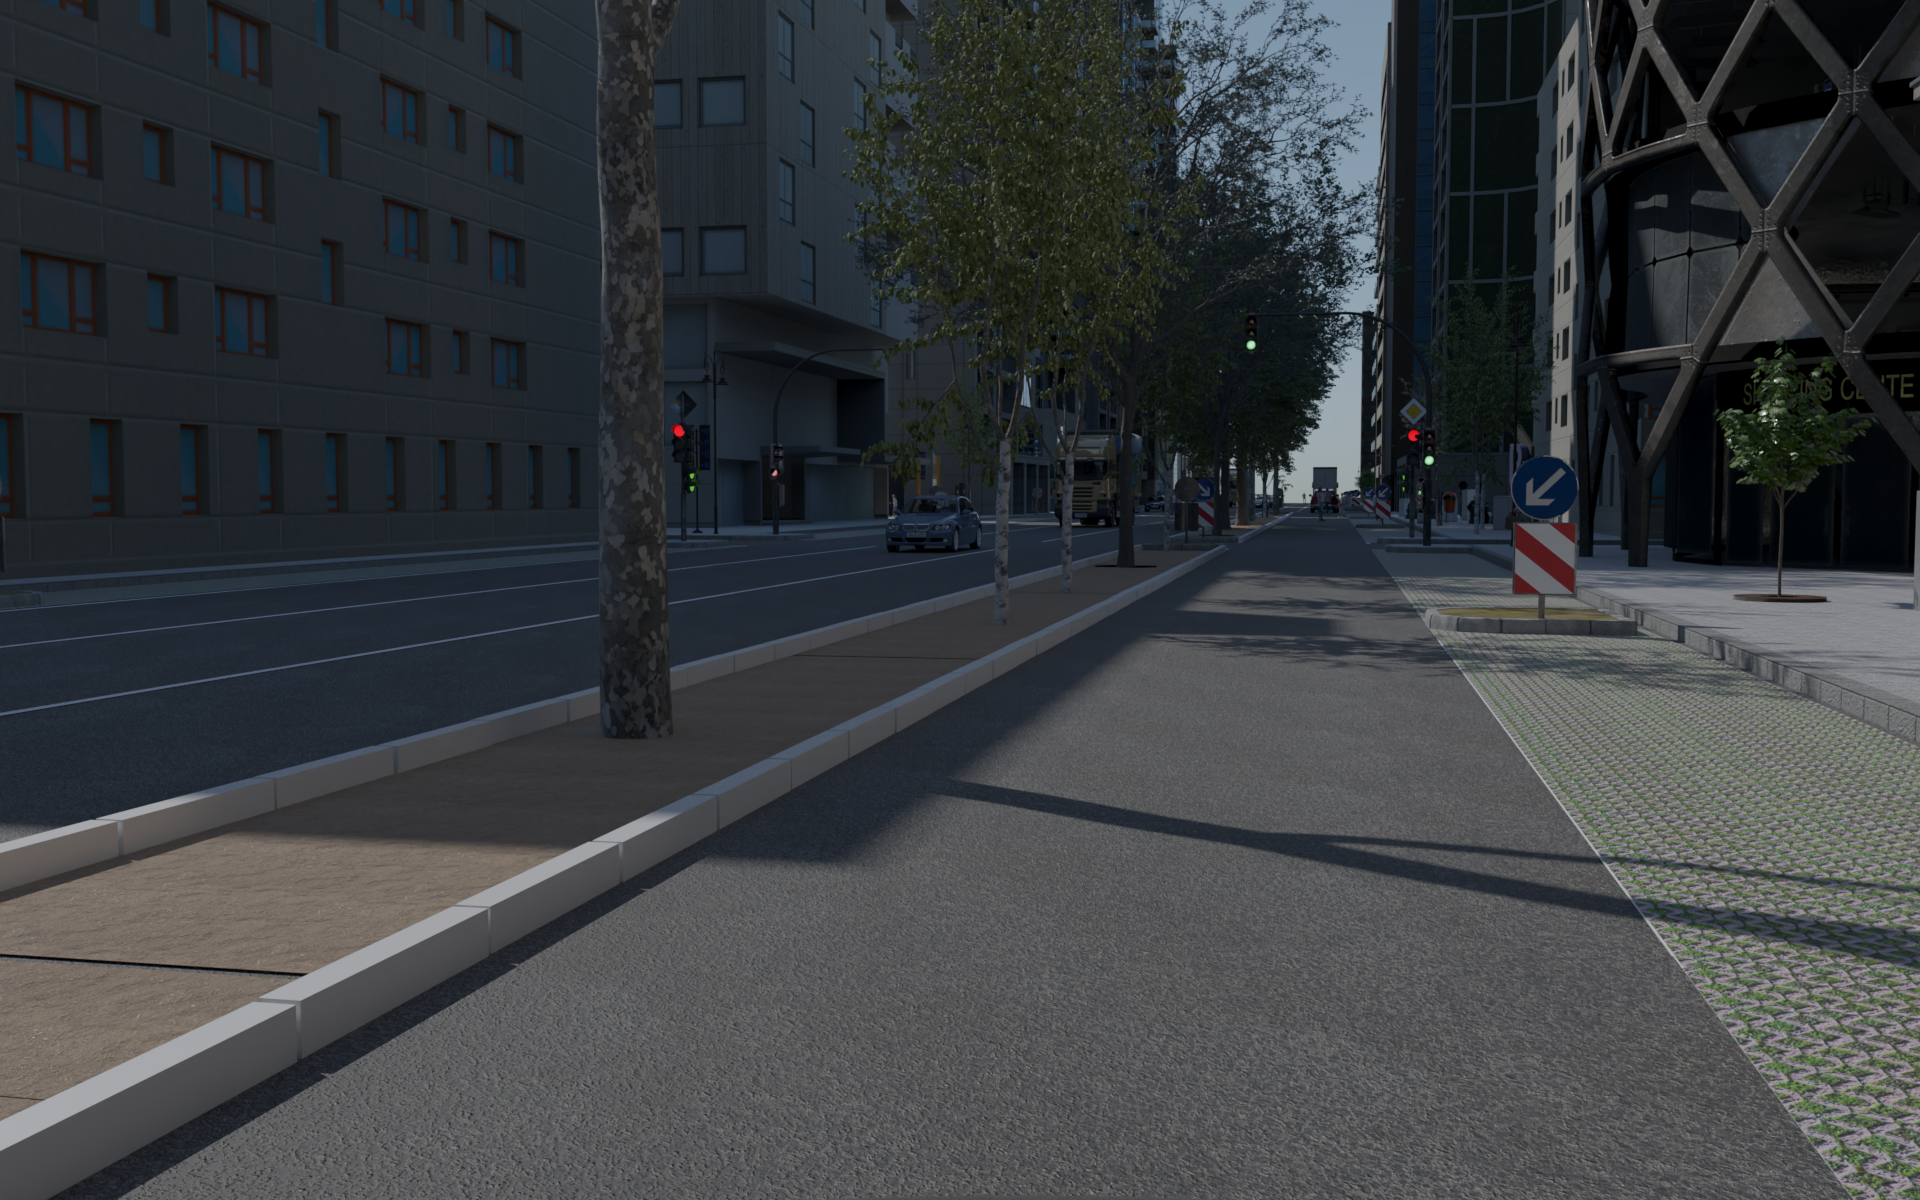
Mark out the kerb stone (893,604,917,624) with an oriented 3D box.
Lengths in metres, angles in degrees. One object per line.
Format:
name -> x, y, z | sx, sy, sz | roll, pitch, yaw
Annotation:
kerb stone -> -0.679, 0.179, 19.340 | 0.120, 0.150, 1.000 | 1, 4, 12

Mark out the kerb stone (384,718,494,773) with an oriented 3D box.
kerb stone -> -2.815, 0.788, 9.322 | 0.120, 0.150, 1.000 | 1, 4, 12

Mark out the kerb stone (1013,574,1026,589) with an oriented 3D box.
kerb stone -> 0.821, -0.254, 26.352 | 0.120, 0.150, 1.000 | 1, 4, 12

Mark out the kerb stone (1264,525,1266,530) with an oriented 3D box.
kerb stone -> 11.576, -2.715, 66.583 | 0.120, 0.150, 1.000 | 1, 4, 12

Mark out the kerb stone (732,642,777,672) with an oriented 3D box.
kerb stone -> -1.750, 0.482, 14.331 | 0.120, 0.150, 1.000 | 1, 4, 12

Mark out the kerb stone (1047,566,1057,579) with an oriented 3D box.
kerb stone -> 1.466, -0.439, 29.369 | 0.120, 0.150, 1.000 | 1, 4, 12

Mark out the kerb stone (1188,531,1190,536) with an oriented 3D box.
kerb stone -> 7.376, -2.129, 56.997 | 0.120, 0.150, 1.000 | 1, 4, 12

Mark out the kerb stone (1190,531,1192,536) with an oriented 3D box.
kerb stone -> 7.590, -2.187, 58.001 | 0.120, 0.150, 1.000 | 1, 4, 12

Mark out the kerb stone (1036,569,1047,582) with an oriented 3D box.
kerb stone -> 1.247, -0.377, 28.354 | 0.120, 0.150, 1.000 | 1, 4, 12

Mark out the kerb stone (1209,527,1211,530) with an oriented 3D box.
kerb stone -> 9.518, -2.741, 67.014 | 0.120, 0.150, 1.000 | 1, 4, 12

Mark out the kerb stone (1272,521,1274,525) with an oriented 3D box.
kerb stone -> 13.506, -3.266, 75.601 | 0.120, 0.150, 1.000 | 1, 4, 12

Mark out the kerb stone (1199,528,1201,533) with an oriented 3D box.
kerb stone -> 8.445, -2.433, 62.009 | 0.120, 0.150, 1.000 | 1, 4, 12

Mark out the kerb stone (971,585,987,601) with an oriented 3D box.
kerb stone -> 0.172, -0.070, 23.341 | 0.120, 0.150, 1.000 | 1, 4, 12

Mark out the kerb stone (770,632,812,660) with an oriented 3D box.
kerb stone -> -1.535, 0.420, 15.330 | 0.120, 0.150, 1.000 | 1, 4, 12

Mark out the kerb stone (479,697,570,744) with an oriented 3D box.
kerb stone -> -2.616, 0.726, 10.329 | 0.120, 0.150, 1.000 | 1, 4, 12

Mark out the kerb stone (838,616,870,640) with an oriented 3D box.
kerb stone -> -1.116, 0.297, 17.333 | 0.120, 0.150, 1.000 | 1, 4, 12

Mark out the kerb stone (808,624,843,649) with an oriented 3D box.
kerb stone -> -1.324, 0.360, 16.331 | 0.120, 0.150, 1.000 | 1, 4, 12

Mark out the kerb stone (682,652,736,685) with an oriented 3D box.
kerb stone -> -1.969, 0.542, 13.331 | 0.120, 0.150, 1.000 | 1, 4, 12

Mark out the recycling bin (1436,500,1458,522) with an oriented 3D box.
recycling bin -> 22.396, -4.105, 79.676 | 0.722, 1.027, 0.722 | -3, 4, -37

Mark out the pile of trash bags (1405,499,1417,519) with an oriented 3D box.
pile of trash bags -> 23.834, -4.836, 88.814 | 1.912, 1.369, 3.447 | 1, 4, 13

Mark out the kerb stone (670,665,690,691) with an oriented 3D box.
kerb stone -> -2.178, 0.605, 12.331 | 0.120, 0.150, 1.000 | 1, 4, 12

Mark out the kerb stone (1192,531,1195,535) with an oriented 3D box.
kerb stone -> 7.809, -2.242, 59.000 | 0.120, 0.150, 1.000 | 1, 4, 12

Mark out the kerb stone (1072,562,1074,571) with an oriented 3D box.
kerb stone -> 1.890, -0.561, 31.373 | 0.120, 0.150, 1.000 | 1, 4, 12

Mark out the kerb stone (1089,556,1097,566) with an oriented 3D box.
kerb stone -> 2.540, -0.745, 34.383 | 0.120, 0.150, 1.000 | 1, 4, 12

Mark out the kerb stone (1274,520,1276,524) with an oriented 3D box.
kerb stone -> 14.140, -3.445, 78.604 | 0.120, 0.150, 1.000 | 1, 4, 12

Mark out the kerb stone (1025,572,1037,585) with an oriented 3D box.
kerb stone -> 1.030, -0.316, 27.355 | 0.120, 0.150, 1.000 | 1, 4, 12

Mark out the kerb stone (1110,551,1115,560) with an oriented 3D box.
kerb stone -> 3.181, -0.929, 37.390 | 0.120, 0.150, 1.000 | 1, 4, 12

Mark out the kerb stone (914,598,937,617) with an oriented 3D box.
kerb stone -> -0.471, 0.113, 20.342 | 0.120, 0.150, 1.000 | 1, 4, 12

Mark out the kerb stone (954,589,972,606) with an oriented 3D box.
kerb stone -> -0.033, -0.009, 22.339 | 0.120, 0.150, 1.000 | 1, 4, 12

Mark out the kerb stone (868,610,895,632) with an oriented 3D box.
kerb stone -> -0.897, 0.236, 18.341 | 0.120, 0.150, 1.000 | 1, 4, 12

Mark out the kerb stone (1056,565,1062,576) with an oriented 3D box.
kerb stone -> 1.678, -0.500, 30.373 | 0.120, 0.150, 1.000 | 1, 4, 12

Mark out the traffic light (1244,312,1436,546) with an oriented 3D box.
traffic light -> 9.491, -4.188, 43.149 | 4.771, 5.953, 1.251 | 1, 4, 12

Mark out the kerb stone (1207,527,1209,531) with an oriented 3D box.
kerb stone -> 9.304, -2.678, 66.015 | 0.120, 0.150, 1.000 | 1, 4, 12

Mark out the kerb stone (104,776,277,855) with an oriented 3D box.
kerb stone -> -3.250, 0.910, 7.323 | 0.120, 0.150, 1.000 | 1, 4, 12

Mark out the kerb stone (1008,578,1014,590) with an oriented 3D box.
kerb stone -> 0.603, -0.190, 25.354 | 0.120, 0.150, 1.000 | 1, 4, 12

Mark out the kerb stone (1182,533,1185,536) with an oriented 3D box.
kerb stone -> 6.951, -2.004, 54.998 | 0.120, 0.150, 1.000 | 1, 4, 12

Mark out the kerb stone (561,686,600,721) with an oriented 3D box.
kerb stone -> -2.394, 0.665, 11.330 | 0.120, 0.150, 1.000 | 1, 4, 12

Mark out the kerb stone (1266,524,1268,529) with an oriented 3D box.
kerb stone -> 12.003, -2.835, 68.592 | 0.120, 0.150, 1.000 | 1, 4, 12

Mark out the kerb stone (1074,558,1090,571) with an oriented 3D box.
kerb stone -> 2.321, -0.684, 33.379 | 0.120, 0.150, 1.000 | 1, 4, 12

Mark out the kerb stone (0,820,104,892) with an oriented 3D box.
kerb stone -> -3.468, 0.972, 6.323 | 0.120, 0.150, 1.000 | 1, 4, 12

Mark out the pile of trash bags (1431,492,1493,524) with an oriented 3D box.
pile of trash bags -> 22.431, -3.985, 74.906 | 1.912, 1.369, 3.447 | -3, 5, -44

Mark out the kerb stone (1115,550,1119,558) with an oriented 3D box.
kerb stone -> 3.396, -0.988, 38.389 | 0.120, 0.150, 1.000 | 1, 4, 12

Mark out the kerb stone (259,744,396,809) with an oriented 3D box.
kerb stone -> -3.040, 0.848, 8.323 | 0.120, 0.150, 1.000 | 1, 4, 12

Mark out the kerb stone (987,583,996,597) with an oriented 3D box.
kerb stone -> 0.386, -0.130, 24.341 | 0.120, 0.150, 1.000 | 1, 4, 12

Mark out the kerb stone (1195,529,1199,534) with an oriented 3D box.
kerb stone -> 8.233, -2.372, 61.001 | 0.120, 0.150, 1.000 | 1, 4, 12

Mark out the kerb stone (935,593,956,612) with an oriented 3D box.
kerb stone -> -0.250, 0.052, 21.340 | 0.120, 0.150, 1.000 | 1, 4, 12

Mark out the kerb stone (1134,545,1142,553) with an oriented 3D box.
kerb stone -> 4.475, -1.297, 43.404 | 0.120, 0.150, 1.000 | 1, 4, 12

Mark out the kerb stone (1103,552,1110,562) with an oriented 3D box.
kerb stone -> 2.971, -0.865, 36.389 | 0.120, 0.150, 1.000 | 1, 4, 12

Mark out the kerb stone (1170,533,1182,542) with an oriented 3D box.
kerb stone -> 6.730, -1.942, 53.992 | 0.120, 0.150, 1.000 | 1, 4, 12

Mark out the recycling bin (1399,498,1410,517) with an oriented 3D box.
recycling bin -> 25.583, -5.293, 99.086 | 0.722, 1.027, 0.722 | -1, 4, -9

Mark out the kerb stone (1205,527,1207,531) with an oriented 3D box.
kerb stone -> 9.085, -2.619, 65.014 | 0.120, 0.150, 1.000 | 1, 4, 12

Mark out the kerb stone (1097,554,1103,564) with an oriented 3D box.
kerb stone -> 2.750, -0.807, 35.389 | 0.120, 0.150, 1.000 | 1, 4, 12
